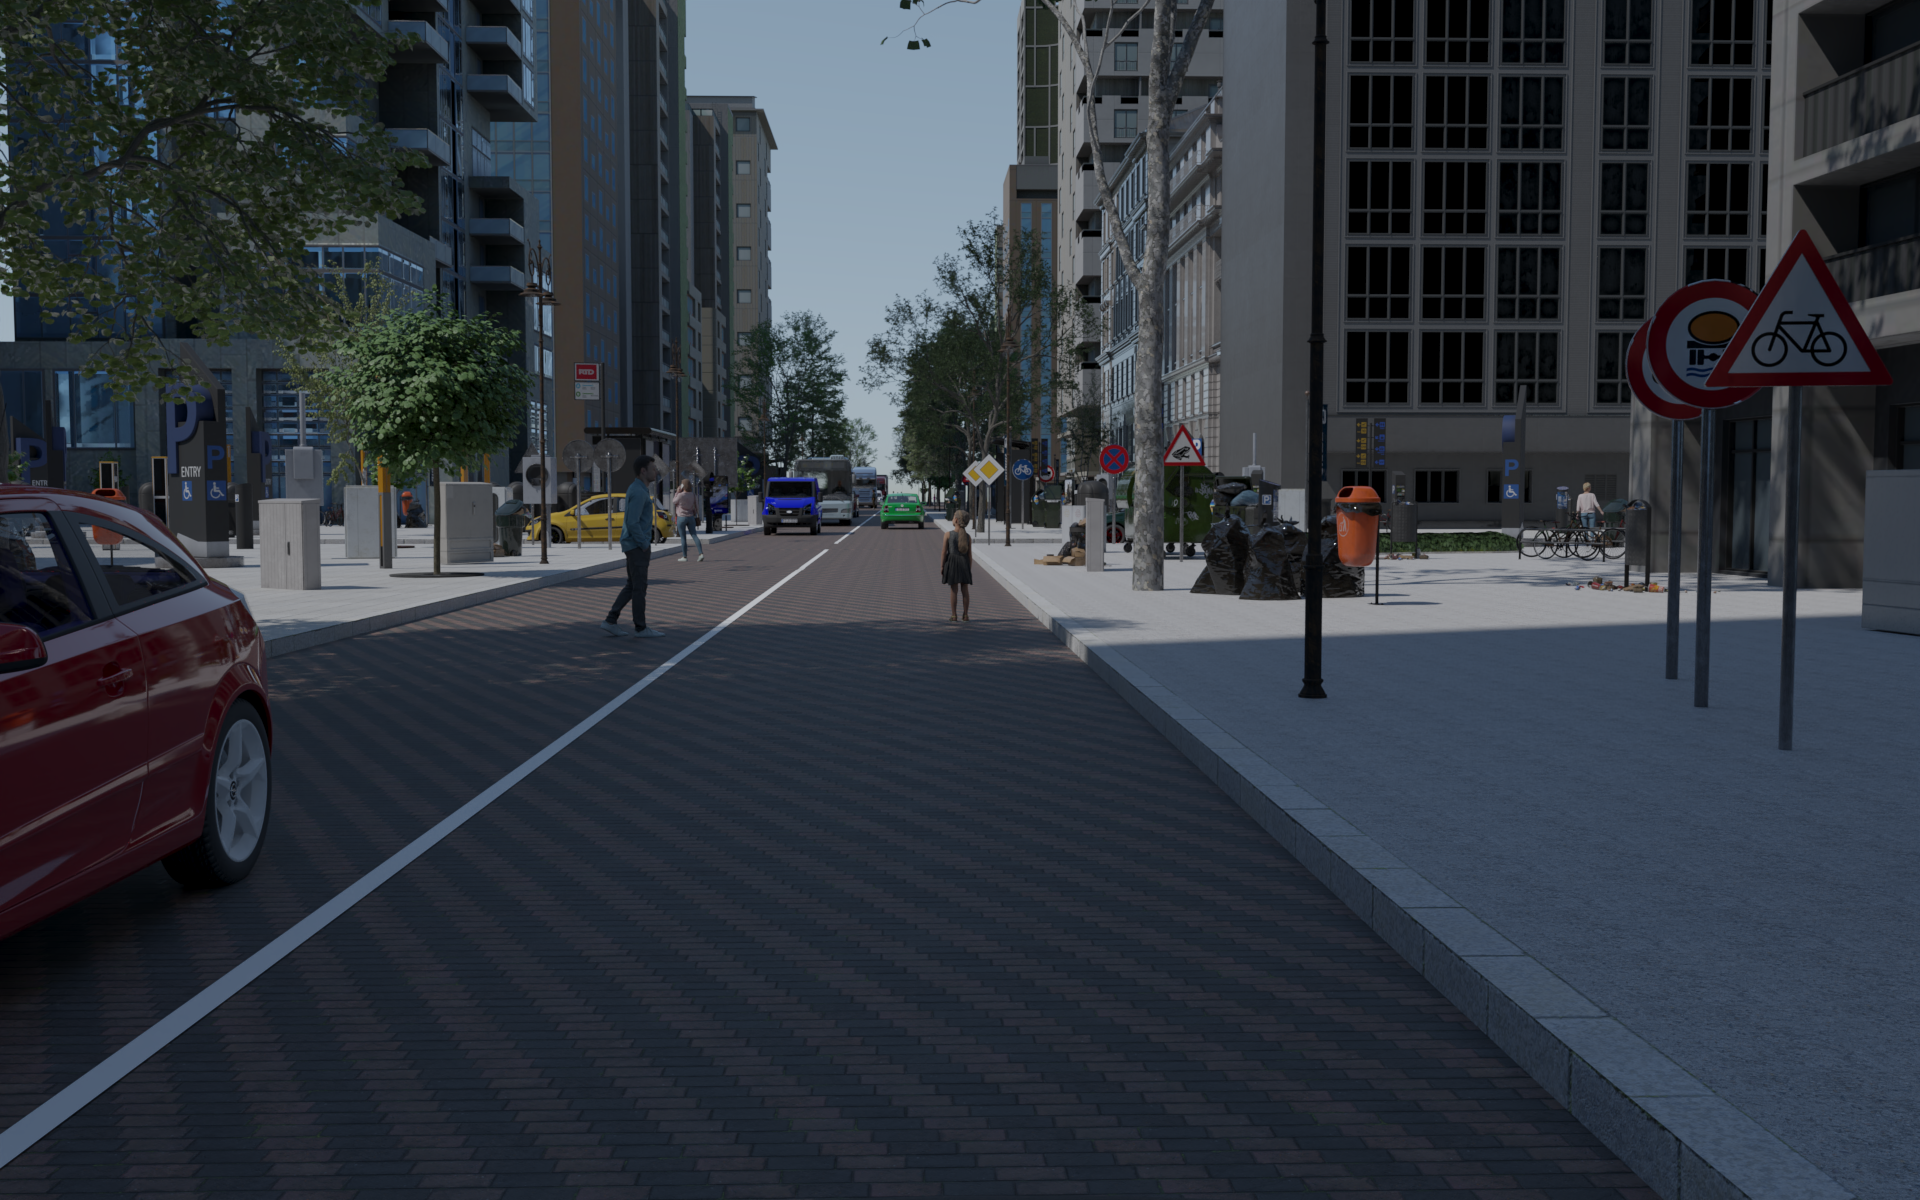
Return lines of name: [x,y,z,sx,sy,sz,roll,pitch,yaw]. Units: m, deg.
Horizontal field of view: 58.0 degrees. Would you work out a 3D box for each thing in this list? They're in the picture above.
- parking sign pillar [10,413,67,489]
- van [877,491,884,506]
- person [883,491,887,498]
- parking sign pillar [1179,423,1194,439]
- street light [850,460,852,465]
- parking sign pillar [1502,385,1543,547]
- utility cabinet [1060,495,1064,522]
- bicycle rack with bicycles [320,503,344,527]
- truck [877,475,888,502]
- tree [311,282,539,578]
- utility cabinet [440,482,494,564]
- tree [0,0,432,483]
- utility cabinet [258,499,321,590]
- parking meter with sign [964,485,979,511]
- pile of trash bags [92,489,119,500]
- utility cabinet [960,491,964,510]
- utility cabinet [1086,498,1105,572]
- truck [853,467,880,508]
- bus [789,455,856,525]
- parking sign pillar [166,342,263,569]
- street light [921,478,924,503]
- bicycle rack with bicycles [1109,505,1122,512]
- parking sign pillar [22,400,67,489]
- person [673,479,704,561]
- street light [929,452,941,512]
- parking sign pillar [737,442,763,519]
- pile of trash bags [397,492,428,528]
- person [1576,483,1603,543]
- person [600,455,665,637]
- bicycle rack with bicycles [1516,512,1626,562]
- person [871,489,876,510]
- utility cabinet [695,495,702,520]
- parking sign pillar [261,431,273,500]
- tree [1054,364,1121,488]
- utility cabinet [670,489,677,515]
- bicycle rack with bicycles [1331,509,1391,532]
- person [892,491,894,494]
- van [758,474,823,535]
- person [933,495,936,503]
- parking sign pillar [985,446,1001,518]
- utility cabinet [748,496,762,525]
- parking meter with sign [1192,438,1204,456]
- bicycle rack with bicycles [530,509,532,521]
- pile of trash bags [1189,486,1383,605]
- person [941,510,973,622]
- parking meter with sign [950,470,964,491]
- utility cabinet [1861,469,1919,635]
parking sign pillar: [-32.279,-4.395,60.329,1.447,3.967,1.447,2,4,30]
van: [-10.366,-12.653,213.890,2.013,2.044,4.112,0,4,-2]
person: [-10.112,-13.925,236.132,0.705,1.831,1.348,-3,4,-39]
parking sign pillar: [8.464,-4.679,64.975,1.447,3.967,1.447,-1,4,-22]
street light: [-13.395,-14.594,211.391,0.468,5.910,1.993,0,4,-2]
parking sign pillar: [13.582,-3.302,42.464,1.447,3.967,1.447,1,4,23]
utility cabinet: [4.981,-4.207,79.954,1.020,1.237,0.306,-1,4,-22]
bicycle rack with bicycles: [-25.319,-3.410,69.143,2.852,0.926,2.925,1,4,16]
truck: [-11.808,-16.053,251.387,2.839,4.237,11.283,0,4,0]
tree: [-8.268,-2.646,26.979,4.285,4.588,4.351,0,3,0]
utility cabinet: [-9.103,-1.417,31.840,0.318,1.500,1.173,2,4,29]
tree: [-8.099,-5.816,13.213,7.486,12.596,7.792,0,3,0]
utility cabinet: [-9.071,-0.750,23.431,1.020,1.237,0.306,3,4,36]
parking meter with sign: [1.301,-7.008,110.848,1.738,3.016,0.543,1,4,11]
pile of trash bags: [-15.376,-1.124,28.128,3.447,1.369,1.912,-1,4,-17]
utility cabinet: [0.000,-6.256,110.957,0.318,1.500,1.173,1,4,15]
utility cabinet: [2.272,-1.096,29.075,0.306,1.237,1.020,0,4,3]
truck: [-9.753,-11.538,178.401,2.967,4.110,18.799,0,4,-3]
bus: [-6.344,-5.318,81.809,2.948,3.499,13.247,0,4,-3]
parking sign pillar: [-13.356,-2.560,30.326,1.447,3.967,1.447,3,5,39]
street light: [-4.034,-14.018,201.987,0.468,5.910,1.993,0,4,-2]
bicycle rack with bicycles: [7.055,-4.277,83.313,2.925,0.926,2.852,0,4,7]
parking sign pillar: [-26.258,-3.785,50.352,1.447,3.967,1.447,-2,4,-24]
person: [-5.736,-1.696,36.813,0.593,1.750,0.643,-3,4,-38]
street light: [-2.004,-10.134,138.485,0.468,5.910,1.993,0,4,-2]
parking sign pillar: [-10.659,-6.060,87.556,1.447,3.967,1.447,-2,4,-24]
pile of trash bags: [-21.264,-3.450,66.152,1.912,1.369,3.447,-1,4,-13]
person: [17.149,-2.317,47.059,0.731,1.740,0.598,1,4,16]
person: [-3.298,-0.543,17.391,0.620,1.820,0.660,-1,4,-19]
bicycle rack with bicycles: [12.222,-1.267,34.092,2.852,0.926,2.925,-3,5,-40]
person: [-8.047,-9.349,160.986,0.705,1.869,1.348,-1,4,-9]
utility cabinet: [-12.907,-4.550,85.548,0.306,1.237,1.020,-1,4,-16]
parking sign pillar: [-21.895,-4.017,54.150,1.447,3.967,1.447,0,4,-7]
tree: [7.148,-9.103,99.193,4.360,8.622,3.978,0,3,0]
utility cabinet: [-17.377,-5.815,103.753,1.173,1.500,0.318,3,4,37]
bicycle rack with bicycles: [13.152,-2.770,58.664,2.852,0.926,2.925,-3,5,-42]
person: [-8.576,-13.159,223.628,0.705,1.826,1.348,-1,4,-21]
van: [-5.968,-3.518,61.896,2.240,2.365,5.245,0,4,-3]
person: [-3.128,-11.968,207.399,0.599,1.433,0.991,2,4,35]
parking sign pillar: [1.994,-6.405,93.186,1.447,3.967,1.447,-1,4,-11]
utility cabinet: [-8.608,-3.764,72.698,0.306,1.237,1.020,-2,4,-27]
parking meter with sign: [6.716,-3.531,53.989,1.738,3.016,0.543,-2,4,-27]
bicycle rack with bicycles: [-14.910,-2.942,61.484,2.925,0.926,2.852,1,4,10]
pile of trash bags: [4.235,-0.708,21.330,1.912,1.369,3.447,-1,4,-15]
person: [-0.038,-0.384,19.445,0.362,1.253,0.373,-1,4,-11]
parking meter with sign: [0.099,-7.972,126.596,1.738,3.016,0.543,0,4,6]
utility cabinet: [8.741,-0.433,15.762,0.318,1.500,1.173,0,4,-7]
